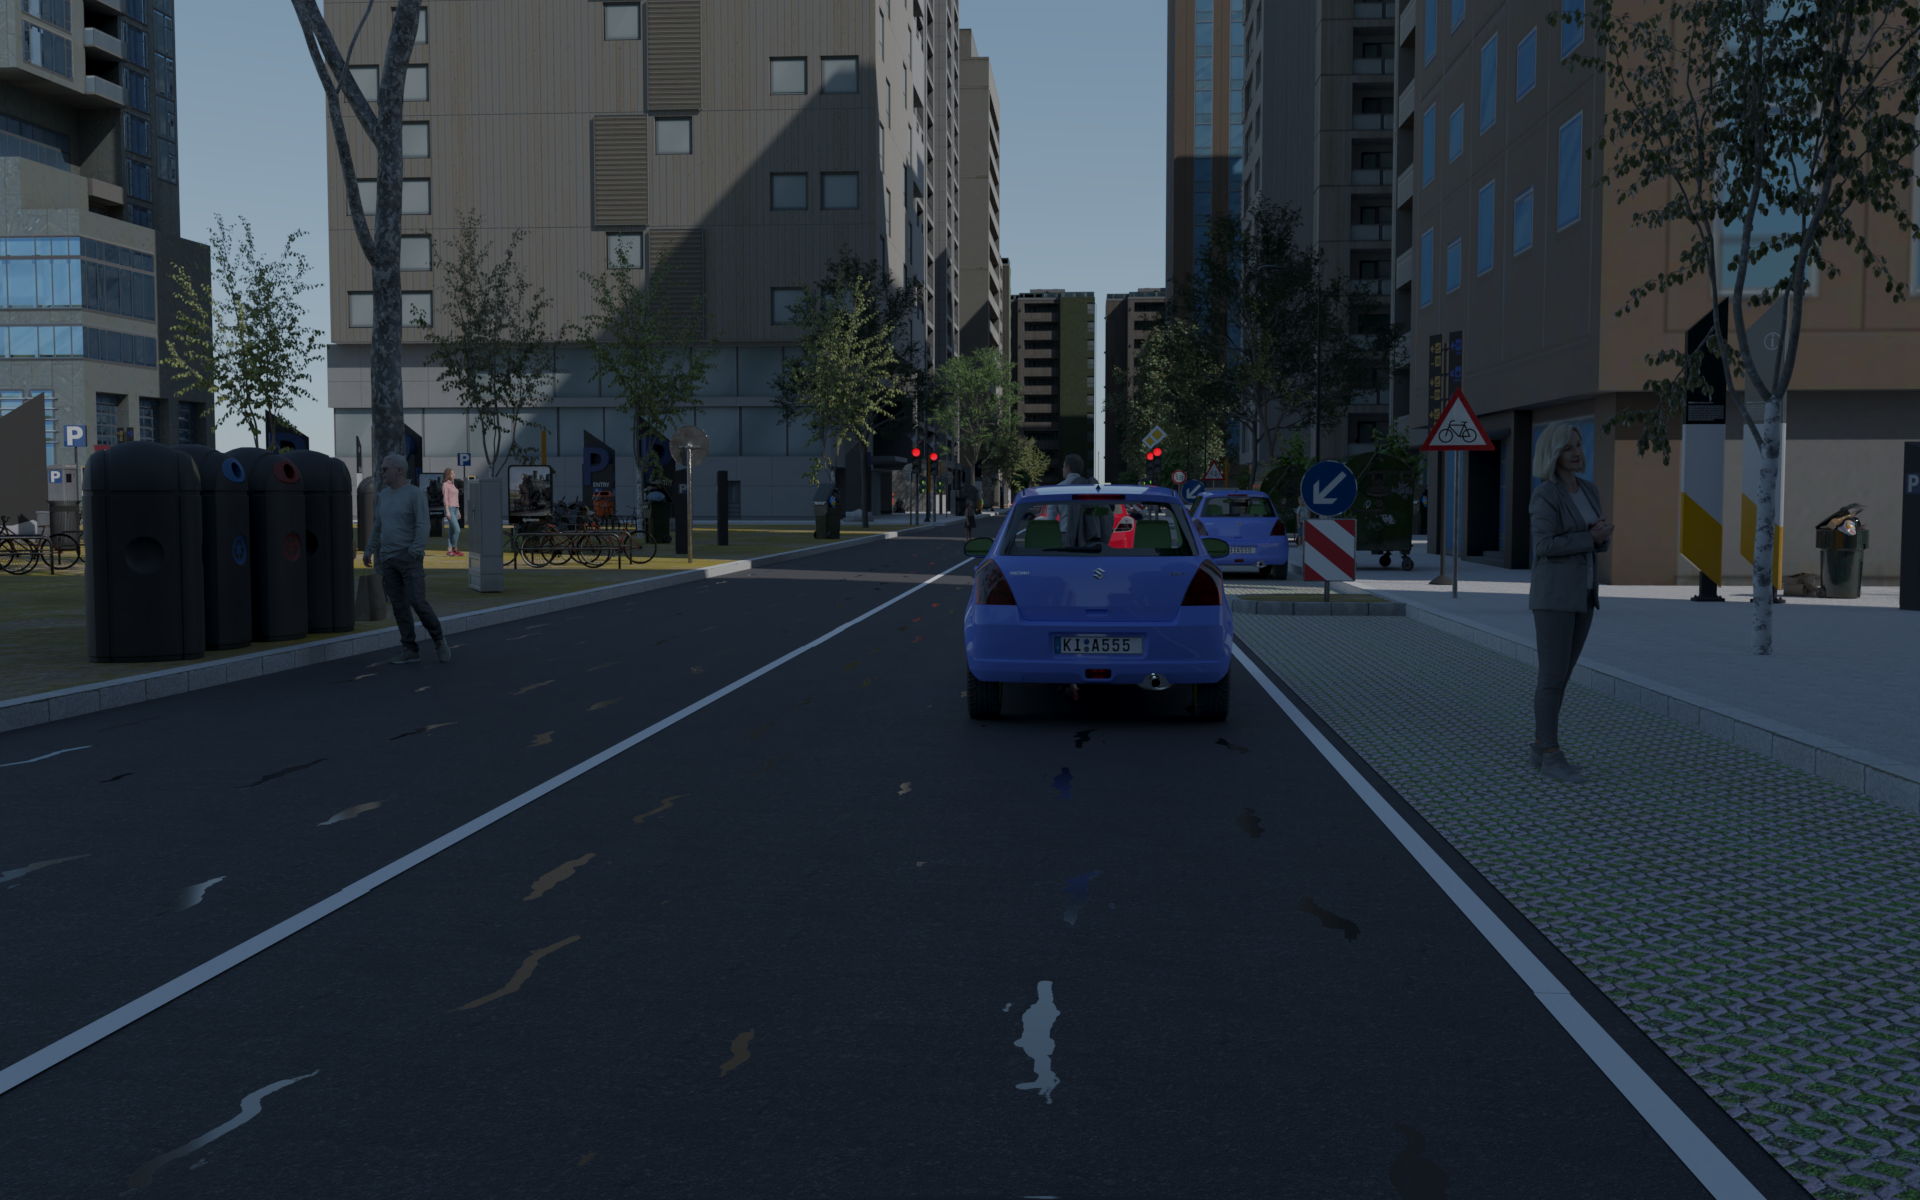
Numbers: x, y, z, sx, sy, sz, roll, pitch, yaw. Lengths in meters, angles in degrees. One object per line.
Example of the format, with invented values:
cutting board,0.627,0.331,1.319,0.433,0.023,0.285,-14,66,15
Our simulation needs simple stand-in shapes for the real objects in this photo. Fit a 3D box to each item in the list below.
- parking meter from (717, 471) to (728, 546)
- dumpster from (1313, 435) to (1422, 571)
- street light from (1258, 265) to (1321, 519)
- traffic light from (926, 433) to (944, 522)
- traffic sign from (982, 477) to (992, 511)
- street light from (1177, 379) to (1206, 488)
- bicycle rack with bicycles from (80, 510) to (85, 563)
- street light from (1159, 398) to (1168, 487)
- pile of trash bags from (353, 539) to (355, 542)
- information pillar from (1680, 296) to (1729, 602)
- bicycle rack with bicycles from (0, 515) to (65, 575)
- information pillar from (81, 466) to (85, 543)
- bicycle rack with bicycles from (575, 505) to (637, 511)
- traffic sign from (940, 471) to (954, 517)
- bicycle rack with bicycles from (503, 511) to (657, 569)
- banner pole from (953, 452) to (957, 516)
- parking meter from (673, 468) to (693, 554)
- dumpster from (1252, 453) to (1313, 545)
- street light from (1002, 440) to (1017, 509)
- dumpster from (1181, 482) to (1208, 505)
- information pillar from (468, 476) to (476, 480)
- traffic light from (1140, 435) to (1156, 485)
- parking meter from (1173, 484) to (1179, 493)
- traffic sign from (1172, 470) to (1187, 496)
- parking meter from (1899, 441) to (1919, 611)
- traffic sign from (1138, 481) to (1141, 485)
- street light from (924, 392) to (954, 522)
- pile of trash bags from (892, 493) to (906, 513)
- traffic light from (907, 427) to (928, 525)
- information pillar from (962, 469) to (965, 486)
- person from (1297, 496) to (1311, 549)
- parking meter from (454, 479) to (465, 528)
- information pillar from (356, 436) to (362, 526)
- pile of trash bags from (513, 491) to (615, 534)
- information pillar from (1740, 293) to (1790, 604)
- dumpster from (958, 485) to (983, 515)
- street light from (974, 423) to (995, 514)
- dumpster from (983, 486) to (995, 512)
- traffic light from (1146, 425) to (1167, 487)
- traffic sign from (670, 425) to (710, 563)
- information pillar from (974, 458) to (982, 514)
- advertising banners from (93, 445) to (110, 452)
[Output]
parking meter,-5.927,-2.294,43.221,0.255,1.863,0.399,-1,4,-12
dumpster,6.981,-1.658,29.606,1.502,2.255,1.985,0,4,4
street light,6.742,-3.836,35.264,1.470,5.913,1.316,0,4,4
traffic light,-1.149,-5.513,79.066,0.839,4.253,0.868,0,4,4
traffic sign,1.994,-7.899,129.259,0.768,2.556,0.104,0,4,6
street light,9.367,-5.958,69.949,1.470,5.913,1.316,0,4,4
bicycle rack with bicycles,-15.213,-1.157,32.299,2.852,0.926,2.925,0,4,7
street light,10.477,-6.798,83.690,1.470,5.913,1.316,0,4,4
pile of trash bags,-13.070,-1.632,36.443,3.447,1.369,1.912,-1,4,-10
information pillar,8.858,-1.789,20.600,0.504,3.616,0.183,0,4,2
bicycle rack with bicycles,-15.755,-0.881,27.794,2.925,0.926,2.852,-2,4,-27
information pillar,-22.909,-2.515,45.606,0.304,2.012,0.304,0,4,-7
bicycle rack with bicycles,-11.175,-2.480,53.927,2.852,0.926,2.925,-3,4,-37
traffic sign,-0.735,-5.828,95.397,0.768,2.556,0.104,1,4,11
bicycle rack with bicycles,-6.947,-1.052,30.582,2.925,0.926,2.852,0,4,-3
banner pole,-0.232,-6.871,102.352,0.401,3.779,0.863,0,4,-5
parking meter,-5.929,-1.916,37.042,0.399,1.863,0.255,0,4,-6
dumpster,7.981,-2.439,42.368,1.502,2.255,1.985,0,4,4
street light,4.214,-10.762,148.496,1.470,5.913,1.316,0,4,4
dumpster,10.897,-4.552,80.183,1.264,1.857,1.865,0,4,4
information pillar,-19.872,-4.039,70.527,0.304,2.012,0.304,-1,4,-17
traffic light,8.586,-5.470,78.348,0.839,4.253,0.868,0,4,4
parking meter,11.963,-5.511,95.811,0.399,1.863,0.255,3,5,41
traffic sign,11.458,-5.529,90.511,0.768,2.556,0.104,0,4,6
parking meter,10.598,-0.816,19.061,0.255,1.863,0.399,-1,4,-11
traffic sign,15.811,-9.204,150.214,0.795,2.593,0.064,1,4,9
street light,-0.966,-6.519,79.120,1.470,5.913,1.316,0,4,4
pile of trash bags,-4.700,-6.628,118.118,1.912,1.369,3.447,0,4,-4
traffic light,-1.751,-5.026,71.103,0.839,4.253,0.868,0,4,4
information pillar,0.208,-9.832,152.100,0.504,3.616,0.183,-2,4,-29
person,7.992,-1.805,40.238,0.332,1.250,0.352,2,4,25
parking meter,-18.755,-3.618,64.860,0.255,1.863,0.399,-3,5,-41
information pillar,-24.119,-4.783,69.555,0.183,3.616,0.504,0,4,-4
pile of trash bags,-13.795,-3.149,61.238,3.447,1.369,1.912,2,4,27
information pillar,9.482,-1.776,20.394,0.183,3.616,0.504,-3,4,-37
dumpster,0.542,-6.150,106.312,1.264,1.857,1.865,0,4,4
street light,1.576,-8.640,113.805,1.470,5.913,1.316,0,4,4
dumpster,1.858,-7.350,125.923,1.264,1.857,1.865,0,4,4
traffic light,7.983,-4.983,70.386,0.839,4.253,0.868,0,4,4
traffic sign,-5.002,-1.953,32.033,0.768,2.556,0.104,0,4,8
information pillar,1.189,-7.381,112.029,0.504,3.616,0.183,0,4,5
advertising banners,-29.836,-4.026,62.020,2.074,3.025,0.090,-1,4,-20
